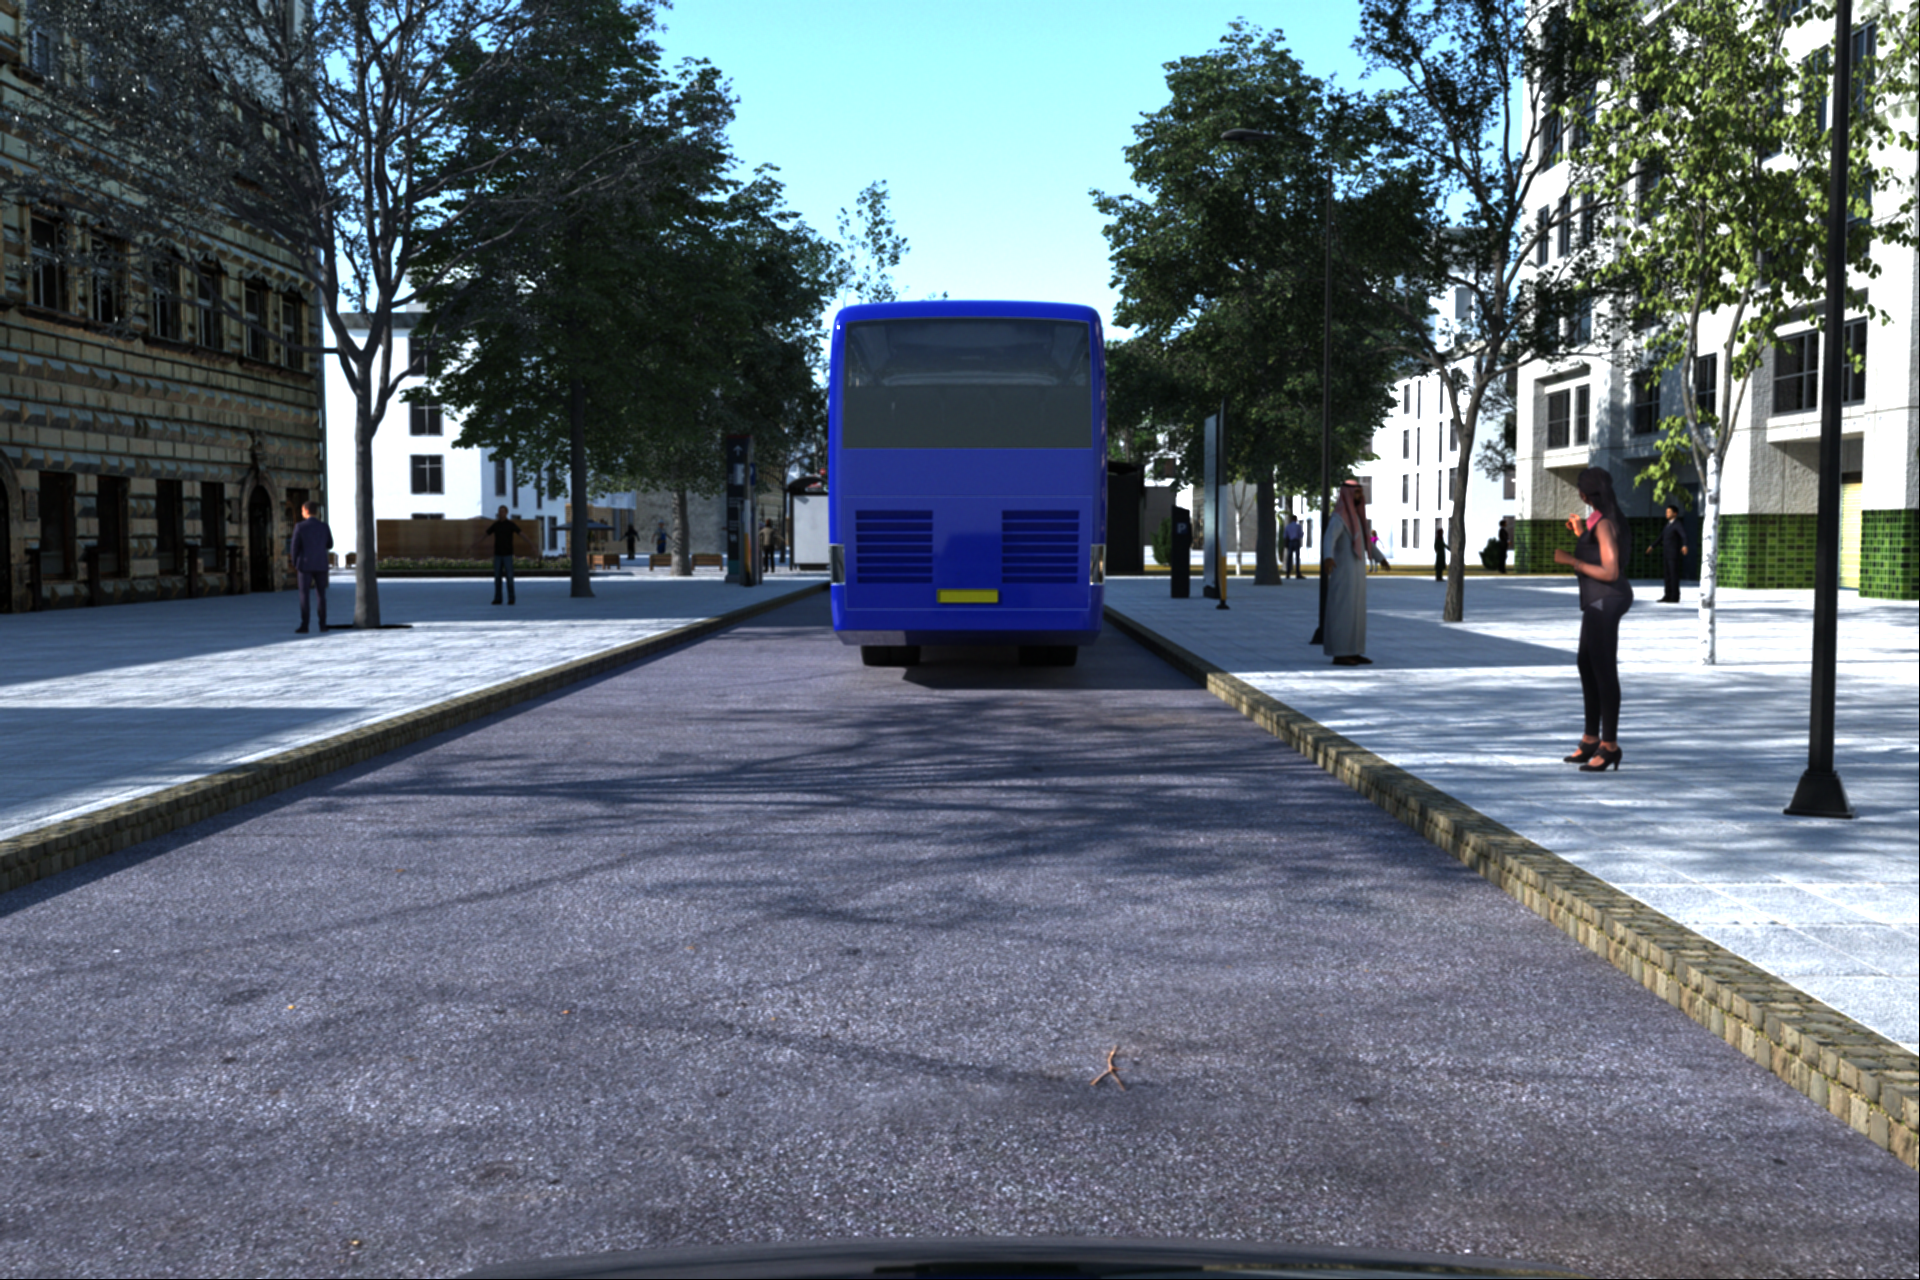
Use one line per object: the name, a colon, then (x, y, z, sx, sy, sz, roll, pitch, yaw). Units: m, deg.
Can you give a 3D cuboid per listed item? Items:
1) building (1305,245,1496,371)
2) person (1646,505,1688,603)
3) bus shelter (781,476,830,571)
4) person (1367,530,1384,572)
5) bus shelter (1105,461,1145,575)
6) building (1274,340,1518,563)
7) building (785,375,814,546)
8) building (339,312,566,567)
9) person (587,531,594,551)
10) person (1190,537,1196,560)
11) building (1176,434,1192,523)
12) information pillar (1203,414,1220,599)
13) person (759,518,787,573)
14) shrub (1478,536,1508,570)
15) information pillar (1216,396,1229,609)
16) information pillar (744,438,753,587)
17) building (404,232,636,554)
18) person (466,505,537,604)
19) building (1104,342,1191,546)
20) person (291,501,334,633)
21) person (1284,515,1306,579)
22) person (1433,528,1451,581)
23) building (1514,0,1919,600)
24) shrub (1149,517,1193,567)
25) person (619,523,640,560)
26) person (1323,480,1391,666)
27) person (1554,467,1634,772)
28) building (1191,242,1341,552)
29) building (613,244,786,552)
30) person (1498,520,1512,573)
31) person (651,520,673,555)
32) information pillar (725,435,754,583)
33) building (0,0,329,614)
building: (26.831, -16.046, 118.775, 16.016, 20.090, 11.380, 0, 4, 1)
person: (13.268, -1.609, 32.353, 0.704, 1.823, 1.345, 0, 4, -7)
bus shelter: (-5.172, -4.224, 62.982, 2.014, 3.302, 5.546, 0, 4, 1)
person: (13.855, -2.994, 58.215, 0.599, 1.433, 0.991, -3, 5, -41)
bus shelter: (4.977, -4.036, 57.266, 1.731, 3.624, 6.357, 0, 4, -1)
building: (23.002, -8.995, 89.211, 9.099, 9.664, 28.070, 0, 4, 0)
building: (-22.182, -20.402, 189.994, 16.016, 20.090, 11.380, 0, 4, 0)
building: (-22.575, -8.411, 79.674, 9.099, 9.664, 28.070, 0, 4, 0)
person: (-16.457, -4.312, 76.271, 0.705, 1.858, 1.354, 1, 4, 21)
person: (11.232, -4.880, 86.058, 1.348, 1.796, 0.705, -3, 5, -43)
building: (27.893, -19.877, 181.408, 16.016, 20.090, 11.380, 0, 4, 0)
information pillar: (5.087, -2.657, 34.752, 0.184, 3.620, 1.656, 0, 4, 0)
person: (-6.362, -3.149, 57.607, 1.348, 1.813, 0.705, 1, 4, 16)
shrub: (19.040, -3.101, 61.815, 1.383, 1.207, 1.383, 0, 3, 0)
information pillar: (4.495, -2.339, 29.602, 0.183, 3.616, 0.504, 0, 4, 1)
information pillar: (-5.150, -3.098, 42.005, 0.183, 3.616, 0.504, 0, 4, 1)
building: (-27.054, -15.183, 104.670, 16.016, 20.090, 11.380, 0, 3, 0)
person: (-8.324, -1.550, 31.558, 1.348, 1.803, 0.705, 0, 4, 7)
building: (27.669, -21.827, 200.850, 27.936, 21.610, 32.646, 0, 4, 1)
person: (-8.448, -0.957, 22.608, 0.541, 1.710, 0.530, -2, 4, -29)
person: (9.651, -2.680, 49.731, 0.709, 1.838, 0.599, 2, 4, 35)
person: (13.157, -2.326, 47.238, 0.599, 1.438, 0.989, 3, 5, 40)
building: (26.693, -10.695, 41.321, 16.747, 18.905, 31.486, 0, 4, 0)
shrub: (8.278, -3.904, 67.864, 1.661, 2.075, 1.752, 0, 3, 0)
person: (-16.472, -4.941, 86.570, 1.354, 1.856, 0.705, 2, 4, 34)
person: (3.852, -0.666, 17.030, 0.704, 1.811, 1.347, 3, 4, 38)
person: (3.432, -0.120, 9.471, 0.415, 1.643, 0.593, -1, 4, -17)
building: (27.917, -18.317, 130.418, 19.493, 23.208, 18.063, 0, 4, 1)
building: (-23.508, -18.364, 131.179, 19.493, 23.208, 18.063, 0, 4, 1)
person: (17.785, -3.042, 56.460, 0.721, 1.740, 1.216, 0, 4, 5)
person: (-11.831, -3.847, 68.757, 0.705, 1.847, 1.347, 2, 4, 32)
information pillar: (-5.770, -3.435, 45.536, 0.750, 3.857, 0.750, 0, 4, 1)
building: (-24.406, -12.283, 31.750, 19.493, 23.208, 18.063, 0, 4, 0)
